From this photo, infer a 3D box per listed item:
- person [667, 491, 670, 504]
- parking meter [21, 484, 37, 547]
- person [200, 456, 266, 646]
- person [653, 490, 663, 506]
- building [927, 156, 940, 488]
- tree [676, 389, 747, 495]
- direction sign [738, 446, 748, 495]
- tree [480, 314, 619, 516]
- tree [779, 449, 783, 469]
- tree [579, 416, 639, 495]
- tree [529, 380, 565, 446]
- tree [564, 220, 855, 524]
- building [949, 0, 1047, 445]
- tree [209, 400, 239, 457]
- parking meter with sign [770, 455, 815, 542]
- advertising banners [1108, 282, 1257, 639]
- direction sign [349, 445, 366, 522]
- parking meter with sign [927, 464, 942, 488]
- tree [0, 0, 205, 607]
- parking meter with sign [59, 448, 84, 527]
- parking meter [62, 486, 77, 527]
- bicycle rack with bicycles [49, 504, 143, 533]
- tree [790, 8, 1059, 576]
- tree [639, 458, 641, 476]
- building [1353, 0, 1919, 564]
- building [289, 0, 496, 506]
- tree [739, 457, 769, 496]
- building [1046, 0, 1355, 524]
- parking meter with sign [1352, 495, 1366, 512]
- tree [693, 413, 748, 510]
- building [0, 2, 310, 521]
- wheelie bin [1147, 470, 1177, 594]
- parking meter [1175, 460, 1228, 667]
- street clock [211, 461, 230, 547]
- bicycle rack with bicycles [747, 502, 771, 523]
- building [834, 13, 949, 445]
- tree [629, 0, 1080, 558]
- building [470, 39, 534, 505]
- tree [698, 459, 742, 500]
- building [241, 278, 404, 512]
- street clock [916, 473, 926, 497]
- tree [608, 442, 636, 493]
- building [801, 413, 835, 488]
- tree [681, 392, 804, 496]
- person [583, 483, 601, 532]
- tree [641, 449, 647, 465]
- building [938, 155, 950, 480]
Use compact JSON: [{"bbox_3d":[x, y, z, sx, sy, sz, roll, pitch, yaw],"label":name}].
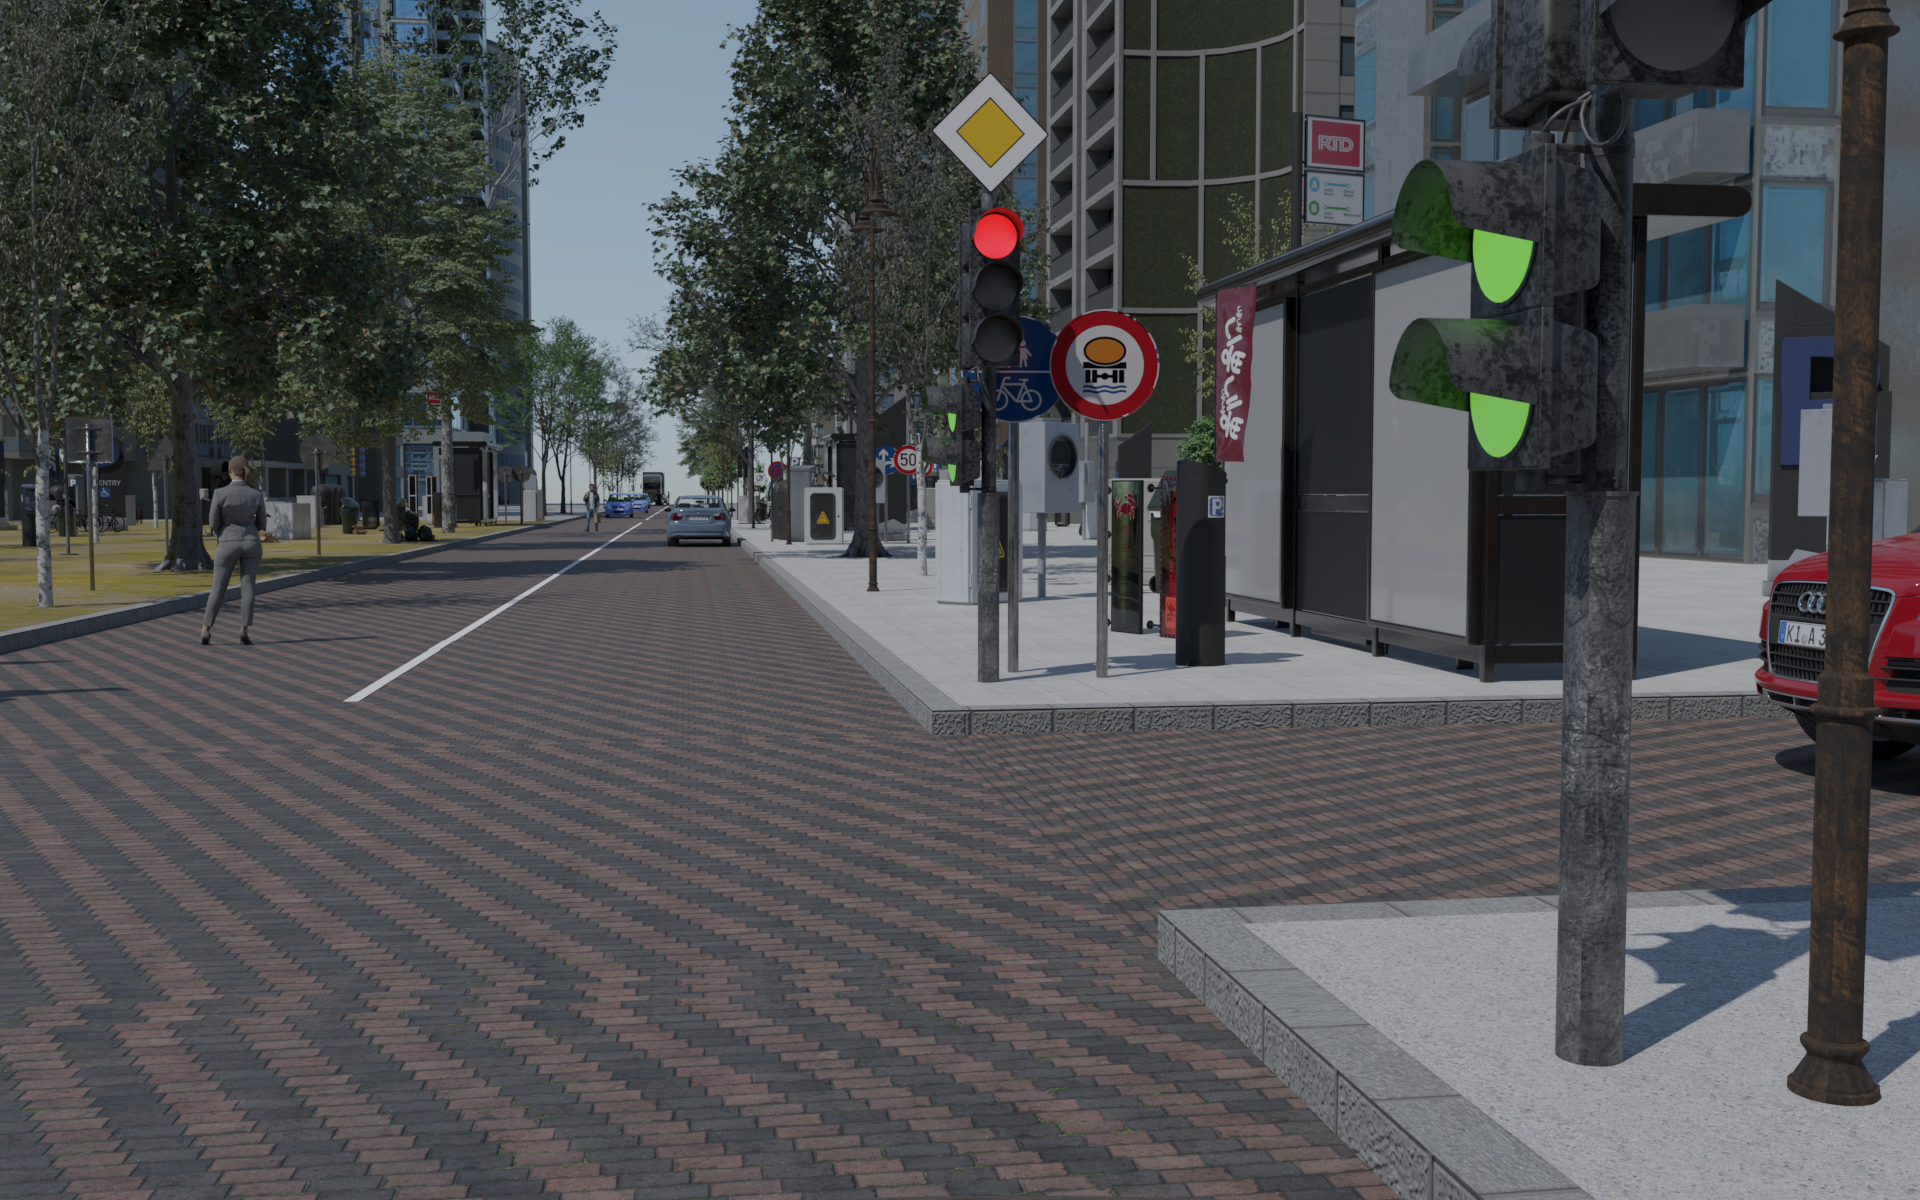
[{"bbox_3d":[-40.697,-14.267,241.770,0.705,1.823,1.348,-1,4,-19],"label":"person"},{"bbox_3d":[-22.700,-2.071,42.280,0.372,1.533,0.369,0,3,0],"label":"parking meter"},{"bbox_3d":[-6.909,-0.469,16.446,0.573,1.790,0.520,3,5,41],"label":"person"},{"bbox_3d":[-36.125,-12.197,207.544,1.348,1.869,0.705,-2,4,-34],"label":"person"},{"bbox_3d":[10.622,-27.378,139.508,32.217,40.220,23.993,-1,4,-9],"label":"building"},{"bbox_3d":[-24.402,-15.486,171.317,7.486,12.596,7.792,0,3,0],"label":"tree"},{"bbox_3d":[-10.319,-5.544,82.641,0.379,3.537,0.876,2,4,29],"label":"direction sign"},{"bbox_3d":[-23.827,-10.620,99.394,9.928,11.665,9.643,0,3,0],"label":"tree"},{"bbox_3d":[-5.465,-6.429,55.475,4.360,8.622,3.978,0,3,0],"label":"tree"},{"bbox_3d":[-32.139,-12.462,154.112,4.737,8.622,4.395,0,3,0],"label":"tree"},{"bbox_3d":[-28.833,-13.847,136.764,12.009,13.543,11.850,0,3,0],"label":"tree"},{"bbox_3d":[-9.030,-9.983,73.593,12.009,13.543,11.850,0,3,0],"label":"tree"},{"bbox_3d":[7.245,-27.795,104.555,14.600,45.320,14.200,-1,4,-9],"label":"building"},{"bbox_3d":[-30.743,-7.063,65.848,4.737,8.622,4.395,0,3,0],"label":"tree"},{"bbox_3d":[-4.238,-3.055,46.204,1.738,3.016,0.543,1,4,14],"label":"parking meter with sign"},{"bbox_3d":[1.913,-1.167,15.275,0.090,3.025,2.074,-2,4,-31],"label":"advertising banners"},{"bbox_3d":[-27.884,-5.395,80.209,0.876,3.537,0.379,1,4,17],"label":"direction sign"},{"bbox_3d":[-1.712,-5.213,81.493,1.738,3.016,0.543,-3,4,-38],"label":"parking meter with sign"},{"bbox_3d":[-10.666,-4.232,19.562,4.360,8.622,3.978,0,3,0],"label":"tree"},{"bbox_3d":[-34.059,-4.325,66.979,0.543,3.016,1.738,0,4,7],"label":"parking meter with sign"},{"bbox_3d":[-27.209,-2.722,52.915,0.372,1.533,0.369,0,3,0],"label":"parking meter"},{"bbox_3d":[-29.036,-2.681,57.223,2.852,0.926,2.925,2,4,35],"label":"bicycle rack with bicycles"},{"bbox_3d":[-0.567,-4.670,26.724,4.360,8.622,3.978,0,3,0],"label":"tree"},{"bbox_3d":[-36.633,-14.043,179.959,4.737,8.622,4.395,0,3,0],"label":"tree"},{"bbox_3d":[25.495,-25.803,41.488,30.456,49.044,23.786,-1,4,-9],"label":"building"},{"bbox_3d":[-62.758,-53.690,190.498,22.319,86.520,31.000,-1,4,-9],"label":"building"},{"bbox_3d":[-10.292,-5.763,88.823,1.663,3.219,1.824,0,3,0],"label":"tree"},{"bbox_3d":[13.908,-39.140,78.184,20.563,71.187,20.611,-1,4,-9],"label":"building"},{"bbox_3d":[8.504,-2.542,37.815,1.738,3.016,0.543,0,4,-5],"label":"parking meter with sign"},{"bbox_3d":[-16.882,-10.666,124.750,4.737,8.622,4.395,0,3,0],"label":"tree"},{"bbox_3d":[-52.658,-24.427,91.258,32.217,40.220,23.993,-1,4,-9],"label":"building"},{"bbox_3d":[2.847,-0.880,22.295,0.693,1.594,0.980,-3,5,-39],"label":"wheelie bin"},{"bbox_3d":[1.809,-0.281,13.000,0.372,1.533,0.369,0,3,0],"label":"parking meter"},{"bbox_3d":[-16.052,-2.024,37.658,0.358,2.002,0.471,0,4,-1],"label":"street clock"},{"bbox_3d":[-8.357,-3.892,77.012,2.852,0.926,2.925,3,5,39],"label":"bicycle rack with bicycles"},{"bbox_3d":[-4.219,-40.462,203.556,21.231,58.520,28.212,-1,4,-9],"label":"building"},{"bbox_3d":[-2.036,-7.218,35.026,9.611,12.733,9.660,0,3,0],"label":"tree"},{"bbox_3d":[-66.662,-41.508,220.662,21.231,58.520,28.212,-1,4,-9],"label":"building"},{"bbox_3d":[-19.644,-9.786,143.710,4.285,4.588,4.351,0,3,0],"label":"tree"},{"bbox_3d":[-54.788,-16.708,118.215,27.650,21.520,28.899,-1,4,-9],"label":"building"},{"bbox_3d":[-1.197,-2.991,53.470,0.358,2.002,0.471,-1,4,-13],"label":"street clock"},{"bbox_3d":[-42.688,-16.341,217.538,4.360,8.622,3.978,0,3,0],"label":"tree"},{"bbox_3d":[-6.665,-23.786,233.946,27.650,21.520,28.899,-1,4,-9],"label":"building"},{"bbox_3d":[-13.584,-10.817,111.268,8.767,10.594,7.601,1,4,20],"label":"tree"},{"bbox_3d":[-13.617,-3.413,64.289,0.794,1.824,0.713,1,4,15],"label":"person"},{"bbox_3d":[-45.309,-17.672,239.305,4.737,8.622,4.395,0,3,0],"label":"tree"},{"bbox_3d":[5.230,-21.254,119.212,14.160,30.474,14.107,-1,4,-9],"label":"building"}]
